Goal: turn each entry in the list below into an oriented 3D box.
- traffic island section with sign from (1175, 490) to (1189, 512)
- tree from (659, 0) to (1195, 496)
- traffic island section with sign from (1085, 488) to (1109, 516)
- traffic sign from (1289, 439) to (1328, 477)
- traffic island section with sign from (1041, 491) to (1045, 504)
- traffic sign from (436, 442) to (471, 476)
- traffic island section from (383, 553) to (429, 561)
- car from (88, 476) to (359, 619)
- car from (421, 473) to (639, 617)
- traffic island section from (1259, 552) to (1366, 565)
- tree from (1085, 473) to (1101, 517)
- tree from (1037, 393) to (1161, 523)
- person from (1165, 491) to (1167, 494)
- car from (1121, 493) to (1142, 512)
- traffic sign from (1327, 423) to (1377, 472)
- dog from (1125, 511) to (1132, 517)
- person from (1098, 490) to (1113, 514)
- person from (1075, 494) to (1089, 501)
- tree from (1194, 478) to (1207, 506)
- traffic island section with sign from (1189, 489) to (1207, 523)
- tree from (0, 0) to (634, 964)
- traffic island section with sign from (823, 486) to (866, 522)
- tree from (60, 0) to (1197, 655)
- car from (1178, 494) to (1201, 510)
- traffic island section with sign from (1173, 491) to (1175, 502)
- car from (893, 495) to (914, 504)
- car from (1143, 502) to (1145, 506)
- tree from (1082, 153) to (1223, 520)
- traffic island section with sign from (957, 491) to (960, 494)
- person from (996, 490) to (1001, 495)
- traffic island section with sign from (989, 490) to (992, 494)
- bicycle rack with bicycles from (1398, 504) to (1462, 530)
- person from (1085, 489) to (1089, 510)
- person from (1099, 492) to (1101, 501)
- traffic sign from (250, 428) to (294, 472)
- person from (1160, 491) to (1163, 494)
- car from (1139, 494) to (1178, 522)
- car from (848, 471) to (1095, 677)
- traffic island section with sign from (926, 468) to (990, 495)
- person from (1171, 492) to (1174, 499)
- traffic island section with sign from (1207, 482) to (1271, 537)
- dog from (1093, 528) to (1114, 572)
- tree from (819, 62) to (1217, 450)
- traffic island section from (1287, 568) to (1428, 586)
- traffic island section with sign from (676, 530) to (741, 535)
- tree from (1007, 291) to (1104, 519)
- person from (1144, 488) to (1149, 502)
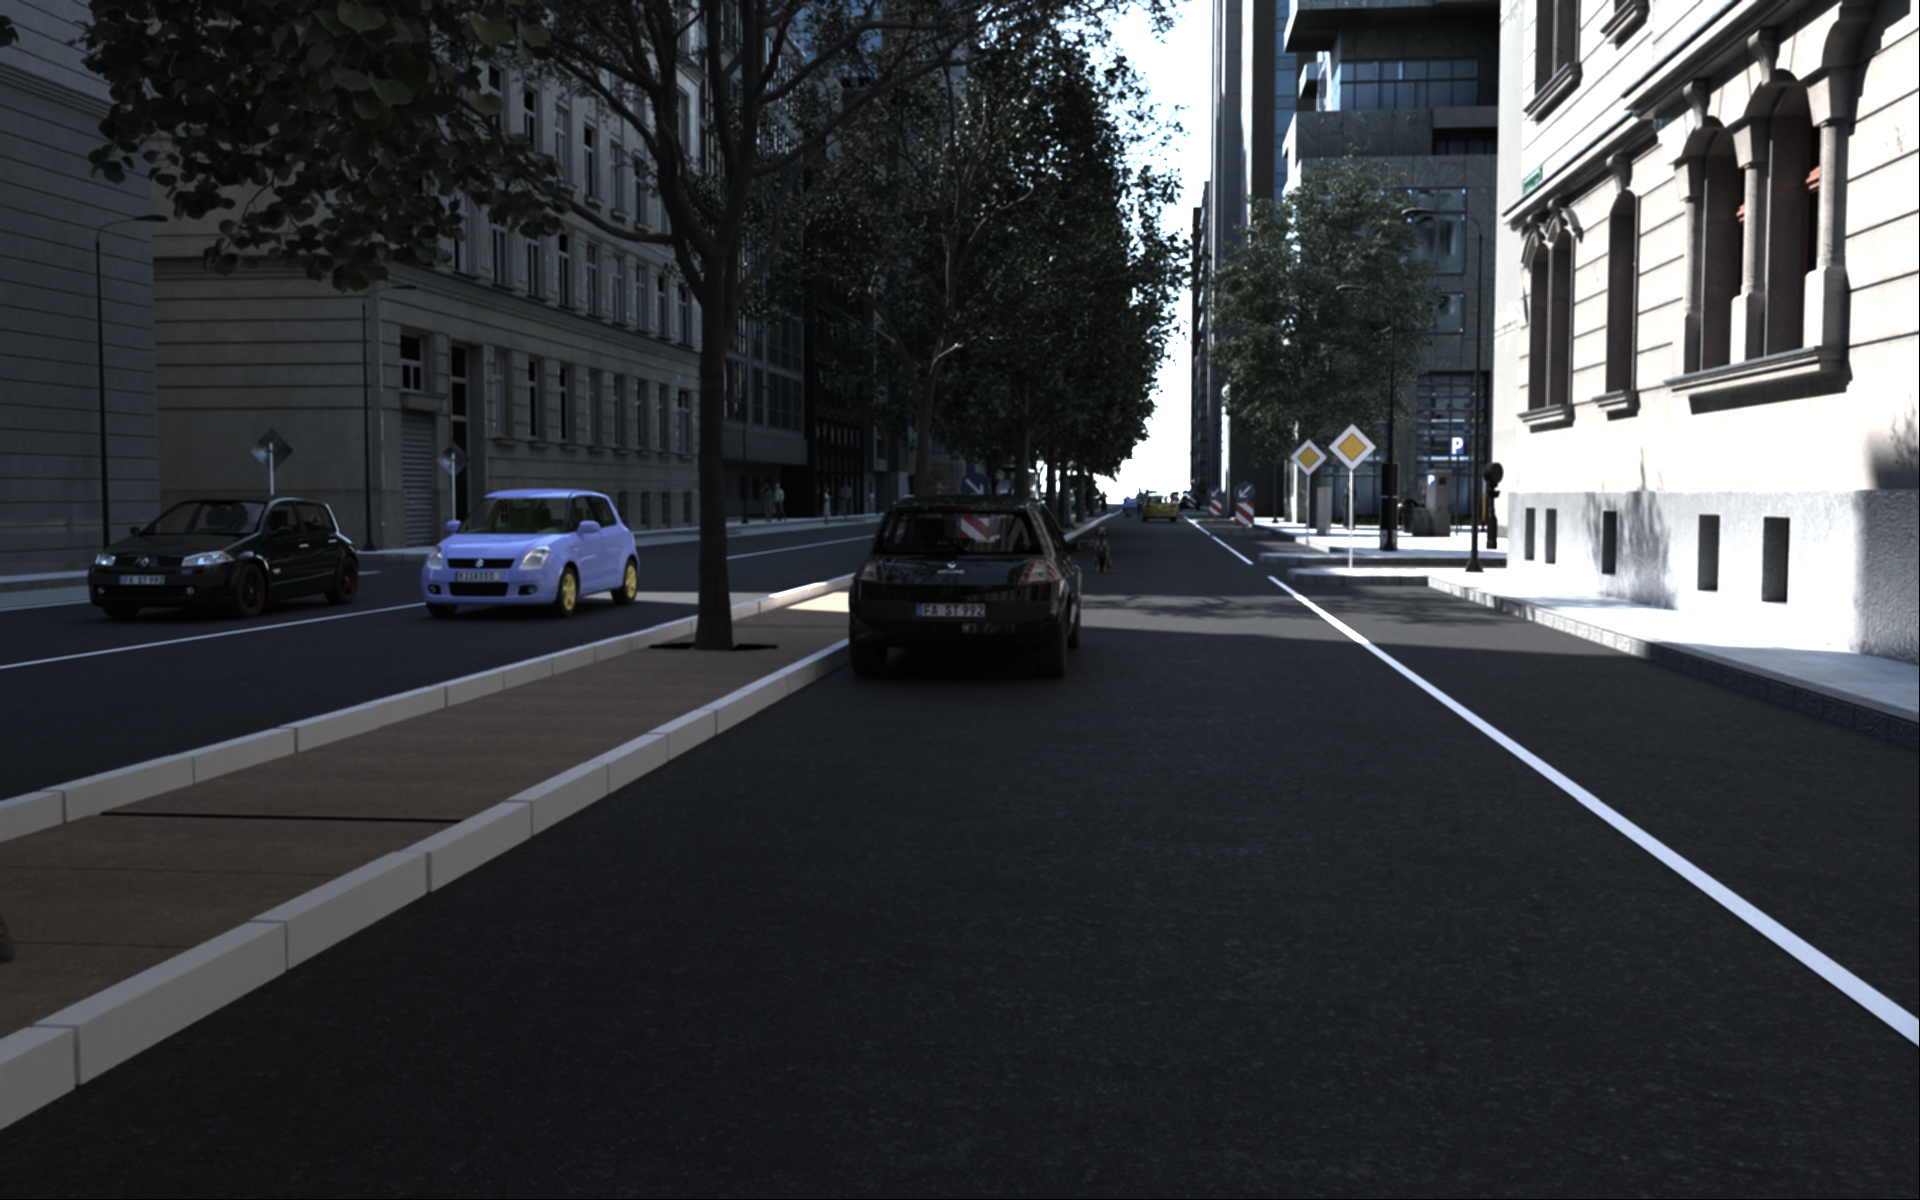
[{"bbox_3d":[18.053,-7.776,135.771,1.989,1.847,2.006,0,4,6],"label":"traffic island section with sign"},{"bbox_3d":[-0.725,-5.482,26.505,8.767,10.594,7.601,0,4,6],"label":"tree"},{"bbox_3d":[8.668,-6.327,111.585,2.006,1.907,1.989,0,4,6],"label":"traffic island section with sign"},{"bbox_3d":[7.333,-2.092,36.392,0.795,2.593,0.064,0,4,6],"label":"traffic sign"},{"bbox_3d":[11.852,-14.569,246.825,1.989,1.847,2.006,0,4,6],"label":"traffic island section with sign"},{"bbox_3d":[-11.245,-2.219,38.468,0.795,2.593,0.064,0,4,6],"label":"traffic sign"},{"bbox_3d":[-11.269,-0.994,38.538,2.009,0.180,2.903,0,4,6],"label":"traffic island section"},{"bbox_3d":[-8.902,-0.699,21.222,2.009,1.686,4.222,0,4,5],"label":"car"},{"bbox_3d":[-5.244,-0.719,21.354,1.945,1.707,3.694,0,4,7],"label":"car"},{"bbox_3d":[7.357,-0.868,36.472,2.009,0.180,2.903,0,4,6],"label":"traffic island section"},{"bbox_3d":[8.056,-10.959,107.385,9.928,11.665,9.643,0,3,0],"label":"tree"},{"bbox_3d":[6.015,-10.091,85.566,7.486,12.596,7.792,0,3,0],"label":"tree"},{"bbox_3d":[22.427,-10.924,187.826,1.217,1.743,0.721,-3,5,-40],"label":"person"},{"bbox_3d":[14.249,-8.132,142.547,1.945,1.707,3.694,0,4,6],"label":"car"},{"bbox_3d":[6.452,-1.606,28.456,0.795,2.593,0.064,0,4,6],"label":"traffic sign"},{"bbox_3d":[10.338,-5.300,106.850,0.550,0.427,0.748,0,4,0],"label":"dog"},{"bbox_3d":[10.074,-6.843,121.109,1.217,1.736,0.721,0,4,-3],"label":"person"},{"bbox_3d":[9.822,-7.969,138.752,1.348,1.831,0.705,-2,4,-28],"label":"person"},{"bbox_3d":[27.334,-12.230,194.559,1.663,3.219,1.824,0,3,0],"label":"tree"},{"bbox_3d":[12.545,-4.736,86.060,1.989,1.847,2.006,0,4,6],"label":"traffic island section with sign"},{"bbox_3d":[-3.248,-5.847,4.717,9.857,13.997,8.962,0,3,0],"label":"tree"},{"bbox_3d":[-5.809,-4.838,87.729,1.989,1.847,2.006,0,4,6],"label":"traffic island section with sign"},{"bbox_3d":[-2.283,-6.292,15.704,12.009,13.543,11.850,0,3,0],"label":"tree"},{"bbox_3d":[19.464,-8.383,146.852,2.009,1.686,4.222,0,4,6],"label":"car"},{"bbox_3d":[21.062,-9.426,162.746,1.989,1.847,2.006,0,4,6],"label":"traffic island section with sign"},{"bbox_3d":[-2.470,-4.900,92.484,2.083,1.381,4.827,0,4,5],"label":"car"},{"bbox_3d":[17.258,-9.461,163.490,1.959,1.807,4.718,0,4,6],"label":"car"},{"bbox_3d":[7.917,-14.494,95.315,12.611,20.169,13.585,0,3,0],"label":"tree"},{"bbox_3d":[-0.240,-7.901,137.801,1.989,1.847,2.006,0,4,6],"label":"traffic island section with sign"},{"bbox_3d":[2.576,-6.797,120.354,0.721,1.736,1.217,2,4,25],"label":"person"},{"bbox_3d":[2.751,-9.547,164.725,1.989,1.847,2.006,0,4,6],"label":"traffic island section with sign"},{"bbox_3d":[17.006,-3.023,62.812,2.852,0.926,2.925,1,4,8],"label":"bicycle rack with bicycles"},{"bbox_3d":[11.128,-8.758,151.320,0.705,1.869,1.348,-2,4,-33],"label":"person"},{"bbox_3d":[21.443,-15.641,264.967,1.217,1.736,0.721,-1,4,-22],"label":"person"},{"bbox_3d":[-12.126,-1.733,30.531,0.795,2.593,0.064,0,4,6],"label":"traffic sign"},{"bbox_3d":[18.030,-8.902,154.978,0.436,1.711,0.756,2,4,31],"label":"person"},{"bbox_3d":[10.360,-4.889,90.160,2.015,1.641,3.980,0,4,5],"label":"car"},{"bbox_3d":[0.145,-0.320,15.020,2.009,1.686,4.222,0,4,6],"label":"car"},{"bbox_3d":[-0.441,-1.309,29.542,2.006,1.907,1.989,0,4,6],"label":"traffic island section with sign"},{"bbox_3d":[29.424,-14.228,241.652,0.750,1.759,0.617,0,4,-7],"label":"person"},{"bbox_3d":[9.523,-3.074,58.884,1.989,1.847,2.006,0,4,6],"label":"traffic island section with sign"},{"bbox_3d":[2.727,-0.923,31.927,0.800,0.831,0.513,-3,5,-40],"label":"dog"},{"bbox_3d":[1.573,-7.589,43.542,9.611,12.733,9.660,0,3,0],"label":"tree"},{"bbox_3d":[6.476,-0.383,28.536,2.009,0.180,2.903,0,4,6],"label":"traffic island section"},{"bbox_3d":[-8.786,-3.199,60.938,1.989,1.847,2.006,0,4,6],"label":"traffic island section with sign"},{"bbox_3d":[2.392,-6.042,51.602,4.360,8.622,3.978,0,3,0],"label":"tree"},{"bbox_3d":[12.926,-6.795,119.586,1.348,1.826,0.705,-3,5,-42],"label":"person"}]
